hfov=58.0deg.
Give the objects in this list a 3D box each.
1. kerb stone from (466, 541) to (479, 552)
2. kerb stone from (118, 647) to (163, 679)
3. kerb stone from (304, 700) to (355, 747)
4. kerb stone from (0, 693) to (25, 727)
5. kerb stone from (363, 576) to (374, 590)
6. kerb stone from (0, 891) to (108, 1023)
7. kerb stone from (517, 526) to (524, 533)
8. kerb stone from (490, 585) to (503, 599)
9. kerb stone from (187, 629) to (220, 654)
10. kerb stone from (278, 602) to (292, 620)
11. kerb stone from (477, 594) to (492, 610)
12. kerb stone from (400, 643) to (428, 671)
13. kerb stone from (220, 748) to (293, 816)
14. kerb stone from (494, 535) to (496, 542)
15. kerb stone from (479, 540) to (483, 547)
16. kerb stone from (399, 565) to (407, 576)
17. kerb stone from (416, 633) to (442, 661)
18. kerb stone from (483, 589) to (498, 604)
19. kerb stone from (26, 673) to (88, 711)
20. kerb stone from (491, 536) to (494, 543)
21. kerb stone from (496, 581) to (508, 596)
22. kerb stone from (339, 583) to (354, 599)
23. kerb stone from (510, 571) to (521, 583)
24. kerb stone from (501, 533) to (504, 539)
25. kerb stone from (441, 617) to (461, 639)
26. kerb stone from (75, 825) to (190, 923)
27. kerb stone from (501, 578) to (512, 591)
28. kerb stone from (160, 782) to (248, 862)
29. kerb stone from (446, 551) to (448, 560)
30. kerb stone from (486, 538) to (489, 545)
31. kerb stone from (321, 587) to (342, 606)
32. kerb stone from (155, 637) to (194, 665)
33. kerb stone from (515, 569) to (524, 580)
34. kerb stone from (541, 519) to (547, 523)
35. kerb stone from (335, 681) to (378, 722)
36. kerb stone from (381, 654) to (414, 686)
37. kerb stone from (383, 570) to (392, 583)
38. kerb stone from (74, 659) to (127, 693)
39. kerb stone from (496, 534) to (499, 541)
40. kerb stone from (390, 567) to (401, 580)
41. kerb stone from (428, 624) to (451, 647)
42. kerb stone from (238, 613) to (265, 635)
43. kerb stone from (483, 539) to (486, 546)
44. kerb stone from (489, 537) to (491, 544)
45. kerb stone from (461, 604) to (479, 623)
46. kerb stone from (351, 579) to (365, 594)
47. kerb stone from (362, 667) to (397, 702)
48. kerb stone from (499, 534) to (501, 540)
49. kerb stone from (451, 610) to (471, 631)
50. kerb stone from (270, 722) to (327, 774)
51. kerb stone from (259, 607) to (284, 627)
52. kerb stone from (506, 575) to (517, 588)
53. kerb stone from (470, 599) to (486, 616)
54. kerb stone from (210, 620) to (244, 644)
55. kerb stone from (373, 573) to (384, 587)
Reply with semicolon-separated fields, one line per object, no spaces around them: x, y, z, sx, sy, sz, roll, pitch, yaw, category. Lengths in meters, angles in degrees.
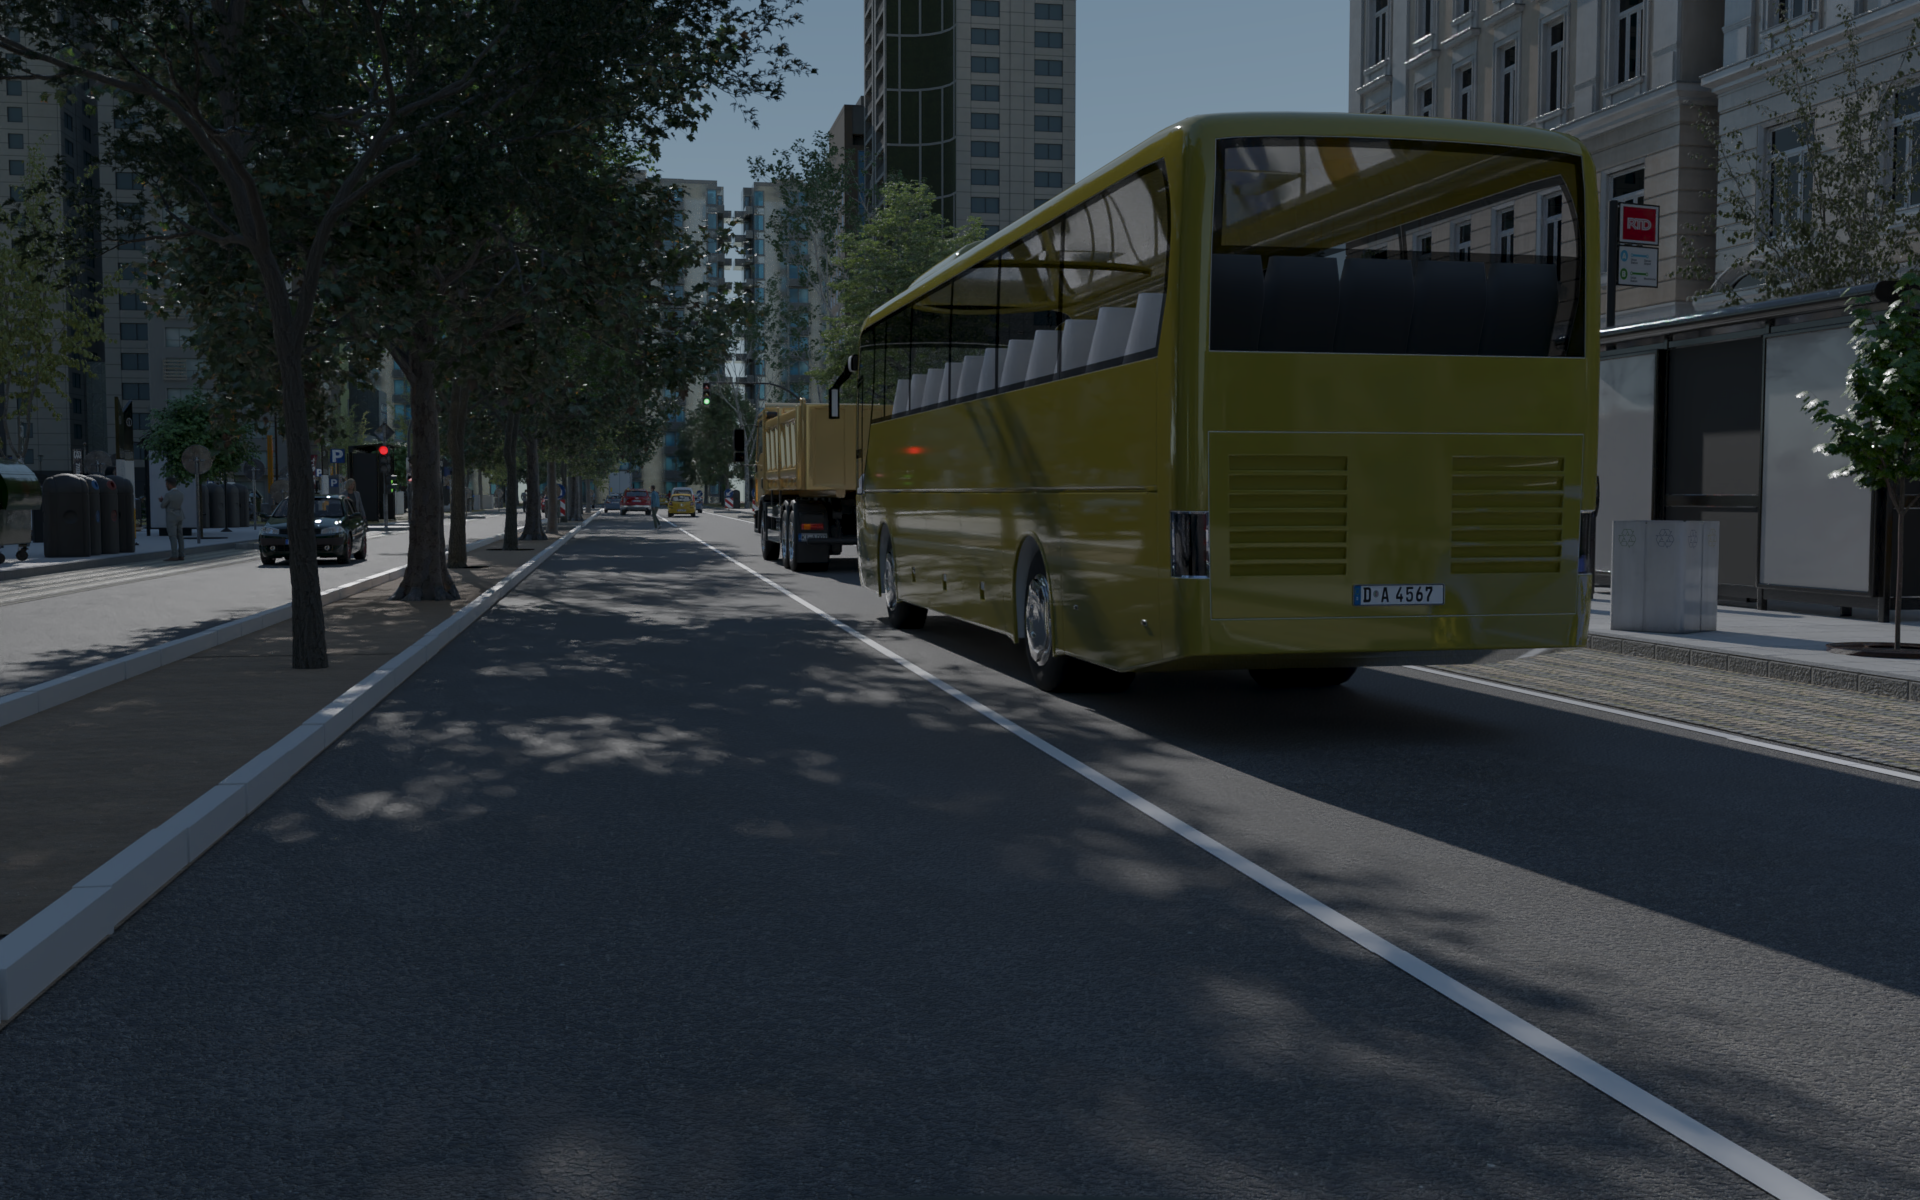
-12.647;-1.389;44.969;0.120;0.150;1.000;-1;4;-11;kerb stone
-6.561;0.516;13.788;0.120;0.150;1.000;-1;4;-11;kerb stone
-3.717;0.735;10.196;0.120;0.150;1.000;-1;4;-11;kerb stone
-5.966;0.702;10.773;0.120;0.150;1.000;-1;4;-11;kerb stone
-8.917;-0.224;25.861;0.120;0.150;1.000;-1;4;-11;kerb stone
-2.731;1.042;5.161;0.120;0.150;1.000;-1;4;-11;kerb stone
-16.965;-2.745;67.079;0.120;0.150;1.000;-1;4;-11;kerb stone
-6.279;-0.066;23.280;0.120;0.150;1.000;-1;4;-11;kerb stone
-6.958;0.398;15.806;0.120;0.150;1.000;-1;4;-11;kerb stone
-7.735;0.148;19.822;0.120;0.150;1.000;-1;4;-11;kerb stone
-5.875;0.057;21.270;0.120;0.150;1.000;-1;4;-11;kerb stone
-4.506;0.492;14.223;0.120;0.150;1.000;-1;4;-11;kerb stone
-3.322;0.857;8.180;0.120;0.150;1.000;-1;4;-11;kerb stone
-13.829;-1.762;51.003;0.120;0.150;1.000;-1;4;-11;kerb stone
-12.841;-1.453;45.975;0.120;0.150;1.000;-1;4;-11;kerb stone
-9.705;-0.467;29.873;0.120;0.150;1.000;-1;4;-11;kerb stone
-4.700;0.429;15.242;0.120;0.150;1.000;-1;4;-11;kerb stone
-6.078;-0.005;22.271;0.120;0.150;1.000;-1;4;-11;kerb stone
-6.165;0.637;11.775;0.120;0.150;1.000;-1;4;-11;kerb stone
-13.623;-1.701;50.002;0.120;0.150;1.000;-1;4;-11;kerb stone
-6.464;-0.128;24.290;0.120;0.150;1.000;-1;4;-11;kerb stone
-8.518;-0.101;23.852;0.120;0.150;1.000;-1;4;-11;kerb stone
-7.055;-0.312;27.299;0.120;0.150;1.000;-1;4;-11;kerb stone
-14.411;-1.946;54.013;0.120;0.150;1.000;-1;4;-11;kerb stone
-5.099;0.303;17.246;0.120;0.150;1.000;-1;4;-11;kerb stone
-2.936;0.981;6.162;0.120;0.150;1.000;-1;4;-11;kerb stone
-6.667;-0.189;25.292;0.120;0.150;1.000;-1;4;-11;kerb stone
-3.128;0.923;7.166;0.120;0.150;1.000;-1;4;-11;kerb stone
-11.467;-1.015;38.924;0.120;0.150;1.000;-1;4;-11;kerb stone
-13.235;-1.577;47.991;0.120;0.150;1.000;-1;4;-11;kerb stone
-8.328;-0.040;22.845;0.120;0.150;1.000;-1;4;-11;kerb stone
-6.756;0.452;14.799;0.120;0.150;1.000;-1;4;-11;kerb stone
-7.255;-0.374;28.318;0.120;0.150;1.000;-1;4;-11;kerb stone
-20.797;-3.950;86.770;0.120;0.150;1.000;-1;4;-11;kerb stone
-3.915;0.672;11.205;0.120;0.150;1.000;-1;4;-11;kerb stone
-4.307;0.550;13.215;0.120;0.150;1.000;-1;4;-11;kerb stone
-9.311;-0.342;27.867;0.120;0.150;1.000;-1;4;-11;kerb stone
-6.369;0.576;12.780;0.120;0.150;1.000;-1;4;-11;kerb stone
-14.020;-1.823;52.007;0.120;0.150;1.000;-1;4;-11;kerb stone
-9.491;-0.408;28.873;0.120;0.150;1.000;-1;4;-11;kerb stone
-4.906;0.364;16.243;0.120;0.150;1.000;-1;4;-11;kerb stone
-7.343;0.270;17.815;0.120;0.150;1.000;-1;4;-11;kerb stone
-13.030;-1.516;46.988;0.120;0.150;1.000;-1;4;-11;kerb stone
-13.429;-1.639;48.999;0.120;0.150;1.000;-1;4;-11;kerb stone
-5.485;0.180;19.258;0.120;0.150;1.000;-1;4;-11;kerb stone
-8.718;-0.162;24.854;0.120;0.150;1.000;-1;4;-11;kerb stone
-4.113;0.614;12.208;0.120;0.150;1.000;-1;4;-11;kerb stone
-14.210;-1.885;53.011;0.120;0.150;1.000;-1;4;-11;kerb stone
-5.289;0.241;18.255;0.120;0.150;1.000;-1;4;-11;kerb stone
-3.524;0.805;9.191;0.120;0.150;1.000;-1;4;-11;kerb stone
-7.537;0.207;18.819;0.120;0.150;1.000;-1;4;-11;kerb stone
-6.858;-0.250;26.296;0.120;0.150;1.000;-1;4;-11;kerb stone
-5.682;0.120;20.266;0.120;0.150;1.000;-1;4;-11;kerb stone
-7.150;0.329;16.811;0.120;0.150;1.000;-1;4;-11;kerb stone
-9.107;-0.286;26.866;0.120;0.150;1.000;-1;4;-11;kerb stone
